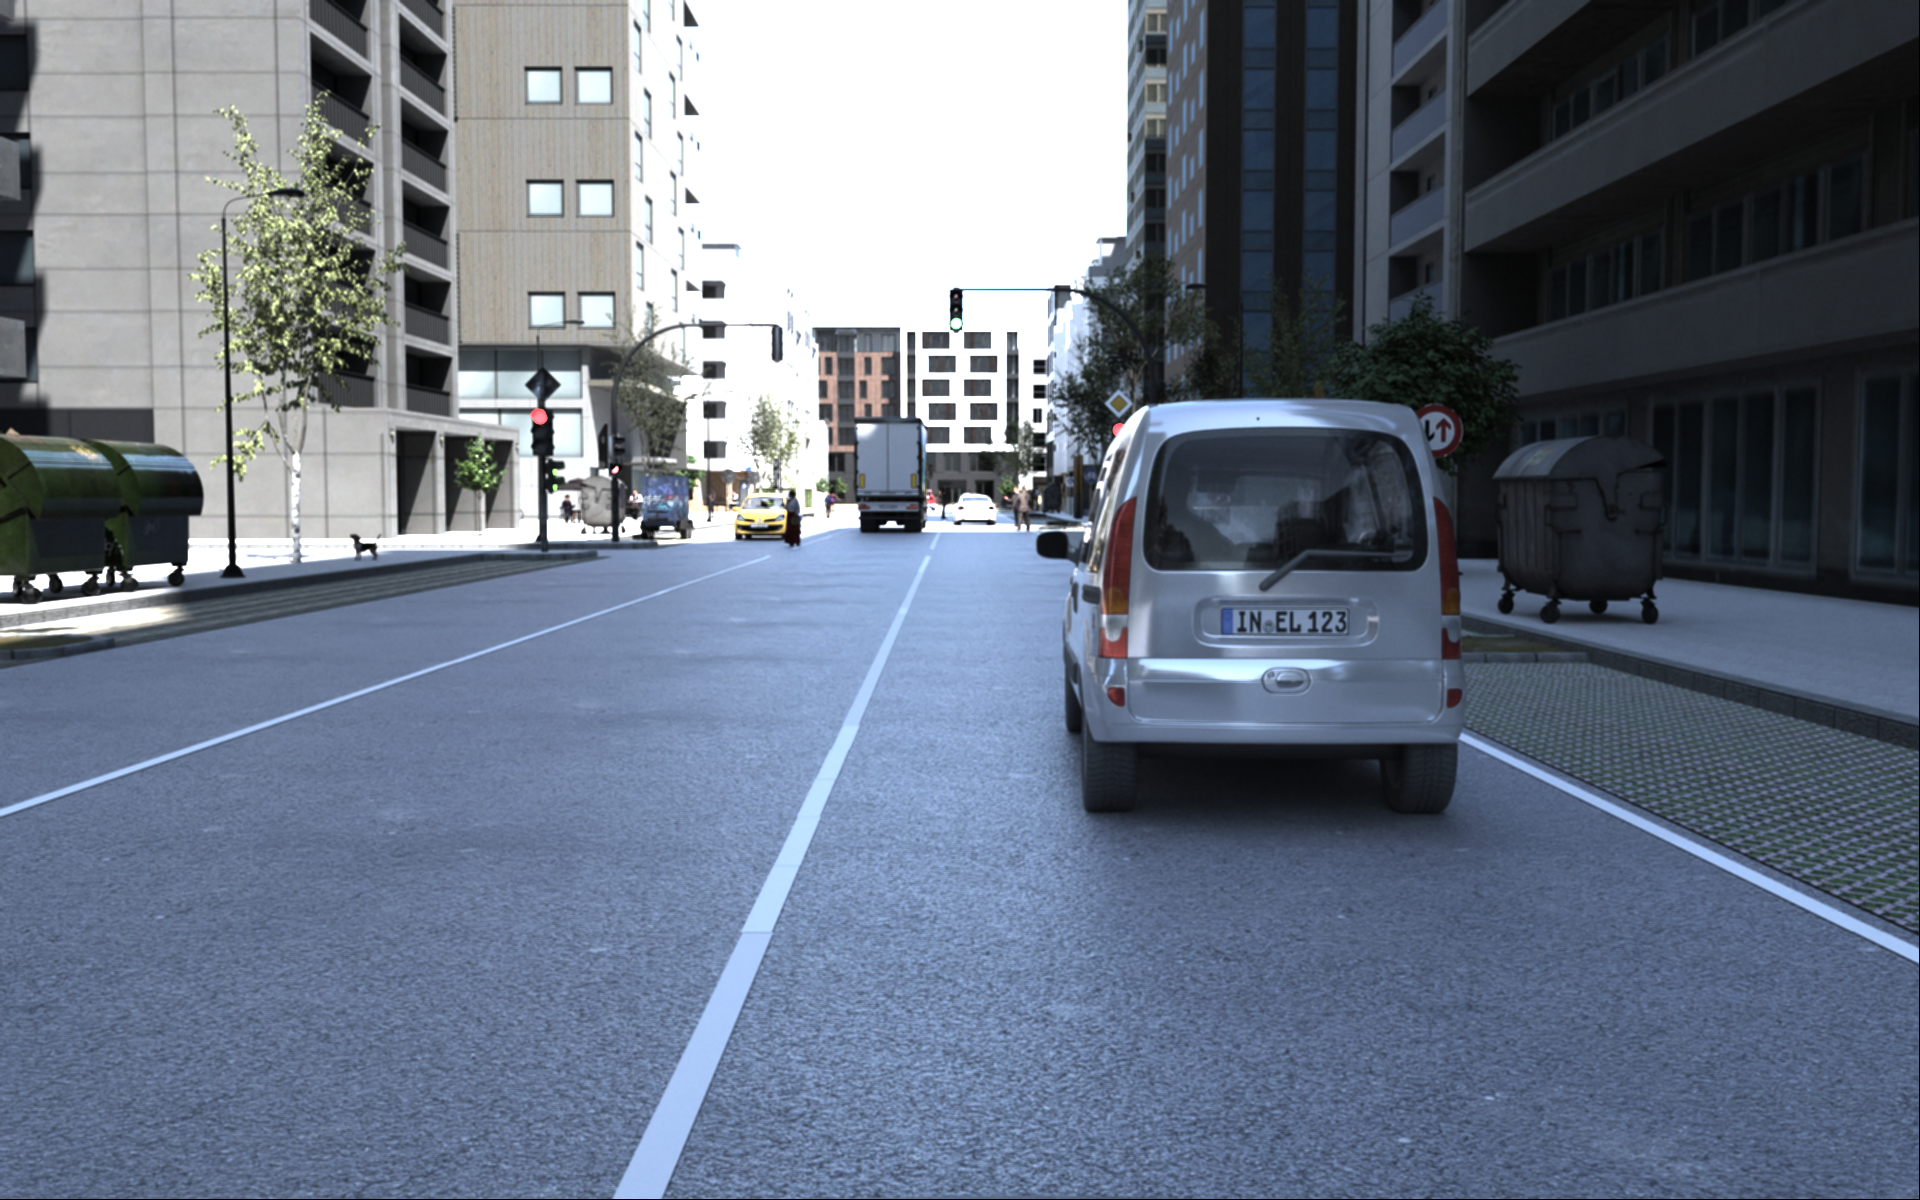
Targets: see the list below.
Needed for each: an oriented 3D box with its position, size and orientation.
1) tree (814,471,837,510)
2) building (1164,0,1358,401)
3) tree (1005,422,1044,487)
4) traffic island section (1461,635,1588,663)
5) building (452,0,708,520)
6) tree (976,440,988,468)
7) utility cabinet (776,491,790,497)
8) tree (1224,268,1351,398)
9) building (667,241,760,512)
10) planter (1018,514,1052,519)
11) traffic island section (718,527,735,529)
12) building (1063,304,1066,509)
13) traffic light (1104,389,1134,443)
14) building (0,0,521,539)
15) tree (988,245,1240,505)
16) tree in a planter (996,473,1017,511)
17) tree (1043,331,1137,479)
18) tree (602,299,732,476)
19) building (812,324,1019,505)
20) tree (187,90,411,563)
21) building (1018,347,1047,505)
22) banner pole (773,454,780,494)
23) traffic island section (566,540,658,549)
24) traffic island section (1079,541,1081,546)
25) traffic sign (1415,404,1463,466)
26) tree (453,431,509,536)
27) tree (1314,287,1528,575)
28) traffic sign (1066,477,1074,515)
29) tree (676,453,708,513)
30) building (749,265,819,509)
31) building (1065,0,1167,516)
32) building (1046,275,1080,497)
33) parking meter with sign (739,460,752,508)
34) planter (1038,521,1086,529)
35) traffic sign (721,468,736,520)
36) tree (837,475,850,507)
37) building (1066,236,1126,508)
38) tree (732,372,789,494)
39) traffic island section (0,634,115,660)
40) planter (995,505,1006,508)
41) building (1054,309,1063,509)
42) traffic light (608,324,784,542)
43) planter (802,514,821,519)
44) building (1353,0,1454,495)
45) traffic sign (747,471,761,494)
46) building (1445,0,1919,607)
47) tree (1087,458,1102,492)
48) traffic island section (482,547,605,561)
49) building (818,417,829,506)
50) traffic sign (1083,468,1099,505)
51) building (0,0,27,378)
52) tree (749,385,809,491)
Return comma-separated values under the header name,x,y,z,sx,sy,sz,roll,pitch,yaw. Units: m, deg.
name,x,y,z,sx,sy,sz,roll,pitch,yaw
tree,-11.289,-9.122,143.738,1.663,3.219,1.824,0,3,0
building,17.159,-26.225,78.884,14.600,45.320,14.200,0,3,0
tree,6.384,-13.584,172.465,4.737,8.622,4.395,0,3,0
traffic island section,4.307,0.446,15.582,1.991,0.108,1.994,0,3,0
building,-29.450,-31.025,96.505,28.713,52.752,27.495,0,3,0
tree,6.072,-16.158,198.595,8.767,10.594,7.601,0,4,0
utility cabinet,-11.271,-6.278,111.330,1.173,1.500,0.318,2,4,29
tree,10.757,-6.446,55.756,4.737,8.622,4.395,0,3,0
building,-23.159,-16.597,127.776,16.016,20.091,11.380,0,3,0
planter,4.151,-4.704,98.051,1.991,0.319,1.994,0,3,0
traffic island section,-8.970,-3.023,72.290,1.991,0.108,1.994,0,3,0
building,17.163,-17.584,143.914,16.016,20.091,11.380,0,3,0
traffic light,4.214,-3.510,46.314,0.839,4.253,0.868,0,3,0
building,-26.404,-37.855,57.179,20.563,71.187,20.611,0,3,0
tree,6.896,-7.929,64.059,7.601,10.594,8.767,-3,5,-41
tree in a planter,4.058,-9.299,149.254,1.991,3.239,1.994,0,3,0
tree,6.080,-7.760,77.235,4.360,8.622,3.978,0,3,0
tree,-11.696,-7.051,65.641,4.360,8.622,3.978,0,3,0
building,-9.262,-23.098,221.629,32.646,21.610,27.936,0,3,0
tree,-12.399,-5.008,32.241,4.737,8.622,4.395,0,3,0
building,22.813,-21.416,216.608,31.486,18.905,16.747,0,3,0
banner pole,-11.377,-7.209,107.885,0.401,3.779,0.863,-3,5,-41
traffic island section,-9.247,-1.476,46.408,2.009,0.180,2.903,0,3,0
traffic island section,4.254,-1.477,46.428,2.009,0.180,2.903,0,3,0
traffic sign,6.705,-1.493,24.522,0.768,2.556,0.104,0,4,3
tree,-14.620,-3.580,53.140,1.663,3.219,1.824,0,3,0
tree,7.239,-2.688,27.666,4.285,4.588,4.351,0,3,0
traffic sign,6.616,-6.205,103.587,0.606,2.300,0.079,0,4,6
tree,-18.861,-8.233,118.315,4.285,4.588,4.351,0,3,0
building,-21.839,-17.302,149.346,16.747,18.905,31.486,0,3,0
building,23.040,-25.334,106.096,32.217,40.220,23.993,0,3,0
building,22.703,-20.428,177.975,27.936,21.610,32.646,0,3,0
parking meter with sign,-11.276,-5.774,90.664,0.543,3.016,1.738,-1,4,-14
planter,4.213,-3.056,71.108,1.991,0.319,1.994,0,3,0
traffic sign,-11.514,-5.266,86.210,0.768,2.556,0.104,1,4,9
tree,-11.993,-10.910,172.987,1.663,3.219,1.824,0,3,0
building,16.690,-16.889,132.555,16.016,20.091,11.380,0,3,0
tree,-12.089,-9.383,103.782,4.360,8.622,3.978,0,3,0
traffic island section,-8.867,0.441,15.652,1.991,0.108,1.994,0,3,0
planter,4.015,-9.531,176.971,1.991,0.319,1.994,0,3,0
building,16.583,-18.325,156.038,16.016,20.091,11.380,0,3,0
traffic light,-7.115,-4.382,46.312,4.771,5.953,1.251,0,3,0
planter,-9.018,-4.776,99.227,1.991,0.319,1.994,0,3,0
building,29.333,-31.512,57.225,28.212,58.520,21.231,0,3,0
traffic sign,-11.356,-5.822,95.302,0.768,2.556,0.104,0,4,0
building,20.496,-24.435,23.216,21.300,48.544,21.600,0,3,0
tree,7.500,-5.916,91.328,1.663,3.219,1.824,0,3,0
traffic island section,-9.233,-0.987,38.423,2.009,0.180,2.903,0,3,0
building,-28.724,-15.192,190.539,28.070,9.664,9.099,0,3,0
traffic sign,6.320,-5.087,83.281,0.768,2.556,0.104,0,4,5
building,-32.436,-24.712,23.643,30.456,49.044,23.786,0,3,0
tree,-12.314,-10.181,116.815,4.737,8.622,4.395,0,3,0
